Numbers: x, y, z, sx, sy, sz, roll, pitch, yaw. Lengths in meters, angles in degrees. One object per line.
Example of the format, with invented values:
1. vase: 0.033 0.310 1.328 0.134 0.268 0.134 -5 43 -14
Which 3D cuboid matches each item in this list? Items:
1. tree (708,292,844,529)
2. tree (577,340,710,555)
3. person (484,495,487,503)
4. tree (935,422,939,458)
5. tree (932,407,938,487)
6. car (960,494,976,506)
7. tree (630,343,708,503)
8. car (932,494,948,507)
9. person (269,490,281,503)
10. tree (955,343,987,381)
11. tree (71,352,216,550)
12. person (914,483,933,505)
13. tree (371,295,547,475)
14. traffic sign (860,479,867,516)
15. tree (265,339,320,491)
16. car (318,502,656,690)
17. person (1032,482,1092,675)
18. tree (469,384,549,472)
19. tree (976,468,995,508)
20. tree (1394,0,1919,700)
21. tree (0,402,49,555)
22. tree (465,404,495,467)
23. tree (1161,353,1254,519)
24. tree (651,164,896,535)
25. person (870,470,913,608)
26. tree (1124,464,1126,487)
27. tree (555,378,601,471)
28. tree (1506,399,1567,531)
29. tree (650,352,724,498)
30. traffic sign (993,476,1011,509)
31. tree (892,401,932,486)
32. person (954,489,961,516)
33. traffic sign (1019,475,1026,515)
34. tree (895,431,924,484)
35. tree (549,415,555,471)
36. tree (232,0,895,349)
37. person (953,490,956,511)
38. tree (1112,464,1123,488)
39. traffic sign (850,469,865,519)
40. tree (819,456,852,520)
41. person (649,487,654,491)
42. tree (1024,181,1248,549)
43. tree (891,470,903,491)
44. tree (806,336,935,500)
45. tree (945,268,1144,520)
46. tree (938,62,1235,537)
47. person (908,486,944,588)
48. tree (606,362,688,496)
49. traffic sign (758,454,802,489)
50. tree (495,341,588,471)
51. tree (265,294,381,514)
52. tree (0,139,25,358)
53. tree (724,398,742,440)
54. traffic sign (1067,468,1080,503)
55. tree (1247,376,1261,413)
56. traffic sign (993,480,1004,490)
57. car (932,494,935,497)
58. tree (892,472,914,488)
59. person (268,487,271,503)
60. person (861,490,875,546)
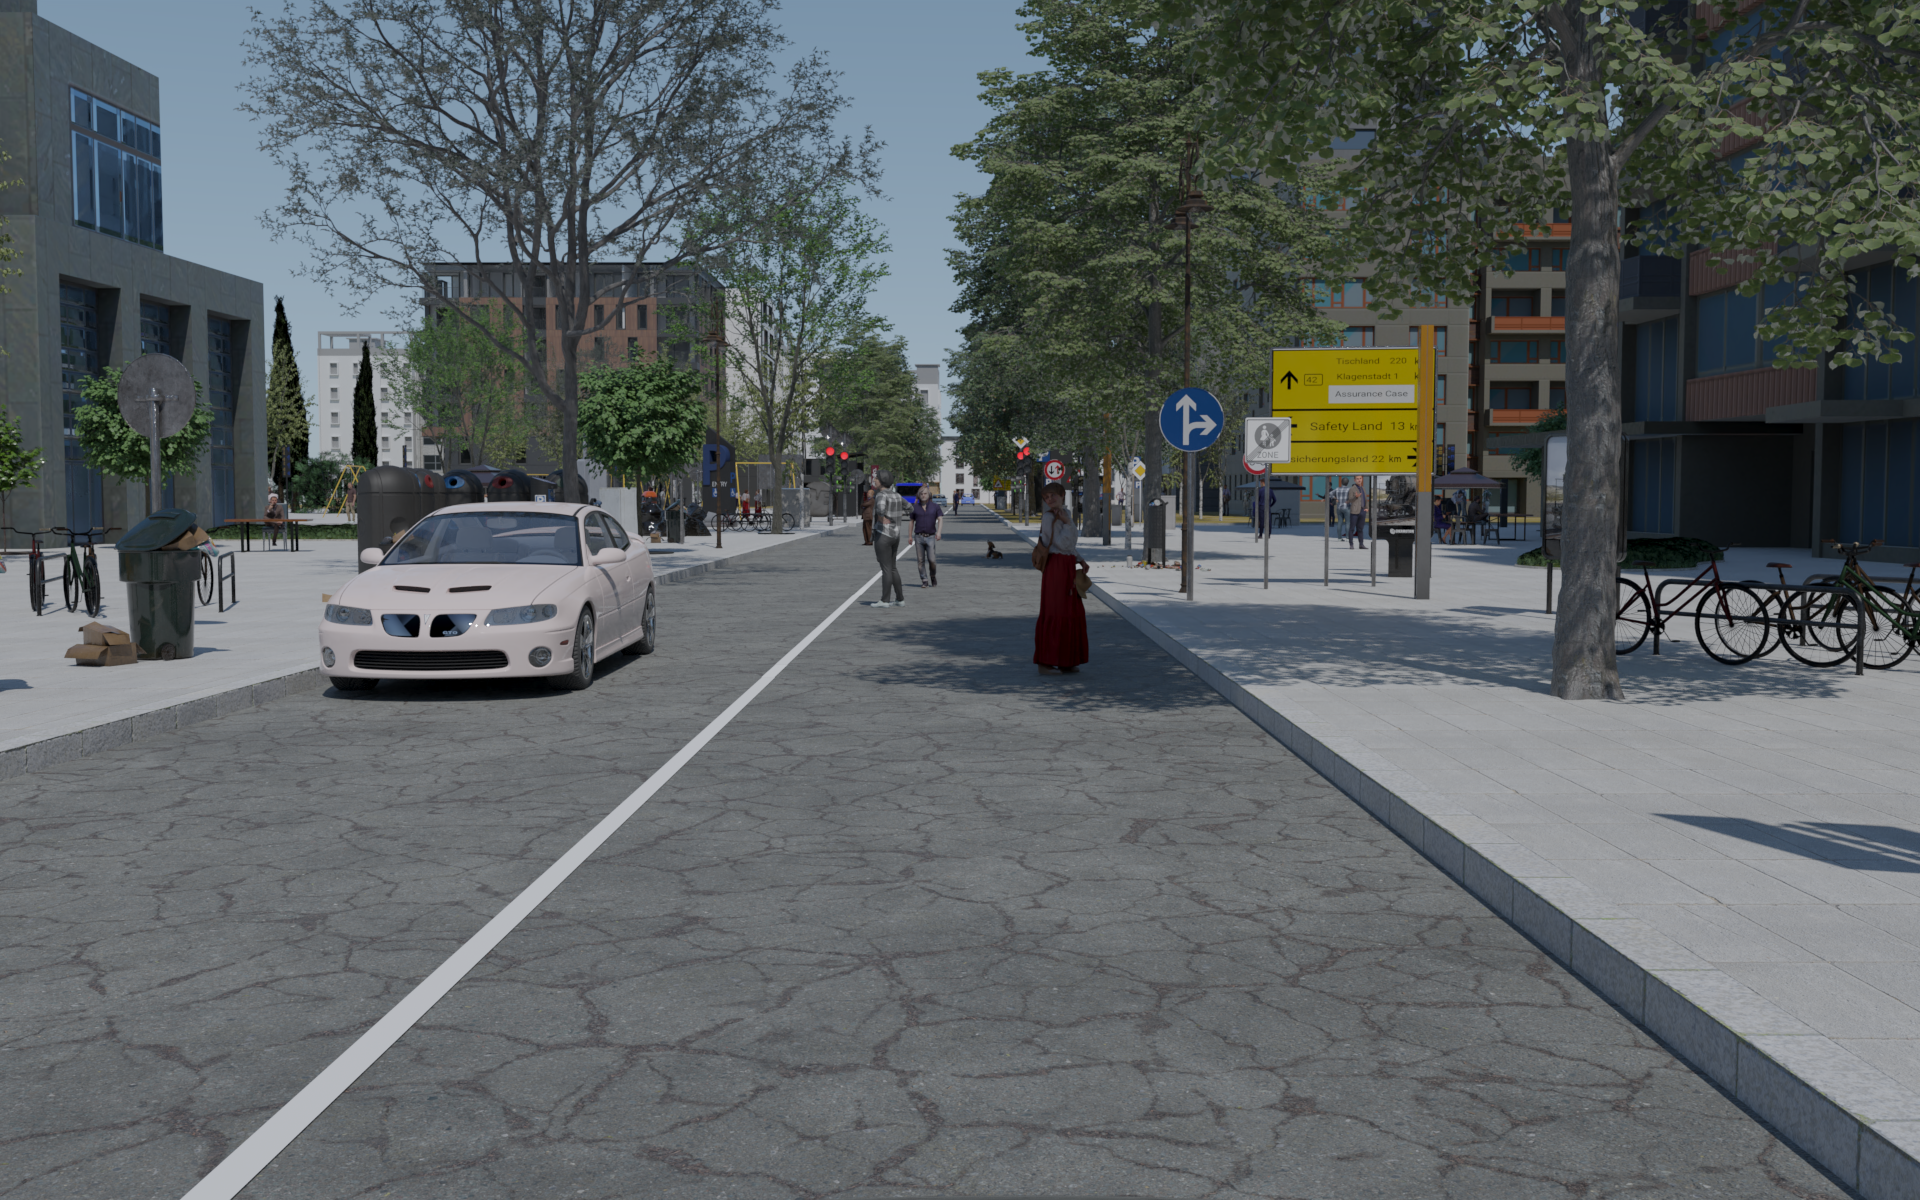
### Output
1. tree: -5.981 -6.868 62.659 4.737 8.622 4.395 0 3 0
2. tree: -6.856 -3.275 37.254 4.285 4.588 4.351 0 3 0
3. person: -14.311 -2.611 52.639 0.435 1.345 0.340 1 4 11
4. tree: 3.918 -11.064 97.912 9.611 12.733 9.660 0 3 0
5. tree: 3.502 -12.589 112.488 9.857 13.997 8.962 0 3 0
6. car: 0.963 -12.400 212.328 1.945 1.707 3.694 0 3 0
7. tree: -13.750 -8.154 83.676 4.737 8.622 4.395 0 3 0
8. car: -2.283 -10.791 188.430 2.014 1.417 4.499 0 4 0
9. person: -26.437 -3.521 66.792 0.799 1.438 0.628 1 4 22
10. tree: 5.940 -20.316 188.051 12.611 20.169 13.585 0 3 0
11. tree: -18.900 -3.449 40.104 4.285 4.588 4.351 0 3 0
12. person: -1.200 -2.937 56.649 0.598 1.807 0.434 1 4 9
13. tree: -25.587 -10.134 91.452 9.928 11.665 9.643 0 3 0
14. traffic sign: -5.935 -6.299 102.996 0.884 2.594 0.081 1 4 9
15. tree: -32.983 -8.110 82.969 4.737 8.622 4.395 0 3 0
16. car: -3.672 -0.111 14.173 2.083 1.381 4.827 0 4 -1
17. person: 0.795 -0.170 13.743 0.387 1.526 0.523 3 4 37
18. tree: -29.555 -9.887 112.021 4.737 8.622 4.395 0 3 0
19. tree: 3.430 -11.019 163.869 4.285 4.588 4.351 0 3 0
20. tree: 3.651 -5.675 10.907 7.486 12.596 7.792 0 3 0
21. tree: -20.125 -2.573 36.667 1.663 3.219 1.824 0 3 0
22. tree: -31.071 -10.197 117.087 4.360 8.622 3.978 0 3 0
23. tree: 12.618 -8.470 88.848 4.737 8.622 4.395 0 3 0
24. tree: -5.814 -7.883 54.650 9.928 11.665 9.643 0 3 0
25. person: -0.903 -0.773 21.869 0.376 1.734 0.841 2 4 30
26. tree: 12.166 -8.897 95.832 4.737 8.622 4.395 0 3 0
27. tree: -22.356 -9.558 106.632 4.737 8.622 4.395 0 3 0
28. tree: 20.706 -4.643 59.619 4.285 4.588 4.351 0 3 0
29. tree: -14.988 -8.474 88.907 4.360 8.622 3.978 0 3 0
30. traffic sign: 3.906 -9.370 147.066 2.265 3.308 0.079 0 4 7
31. tree: -6.165 -19.609 227.266 9.857 13.997 8.962 0 3 0
32. person: -0.137 -6.299 112.196 0.504 1.737 0.576 0 4 2
33. traffic sign: 3.975 -6.560 107.367 0.768 2.556 0.104 0 4 4
34. tree: -5.434 -12.731 158.507 4.737 8.622 4.395 0 3 0
35. tree: -27.604 -10.484 121.771 4.737 8.622 4.395 0 3 0
36. tree: -6.221 -7.126 26.875 12.009 13.543 11.850 0 3 0
37. person: -0.425 -8.556 148.941 0.434 1.755 0.990 -1 4 -12
38. tree: 13.747 -12.021 146.899 4.737 8.622 4.395 0 3 0
39. traffic sign: -5.264 -5.411 88.577 0.768 2.556 0.104 0 4 7
40. tree: -6.305 -5.651 86.994 1.663 3.219 1.824 0 3 0
41. person: -11.444 -3.404 64.061 0.453 1.535 0.546 -2 4 -31
42. tree: 3.813 -5.490 40.124 4.360 8.622 3.978 0 3 0
43. tree: -6.274 -14.076 180.508 4.360 8.622 3.978 0 3 0
44. tree: -6.017 -12.693 124.538 9.611 12.733 9.660 0 3 0
45. tree: 4.284 -10.295 85.329 9.611 12.733 9.660 0 3 0
46. tree: 3.985 -8.851 51.364 9.857 13.997 8.962 0 3 0
47. person: -0.455 -0.964 26.478 0.569 1.553 0.471 3 5 42
48. tree: -26.737 -13.993 145.797 9.611 12.733 9.660 0 3 0
49. traffic sign: -9.230 -5.817 88.983 2.265 3.308 0.079 0 4 3
50. tree: -19.161 -8.098 82.761 4.360 8.622 3.978 0 3 0
51. tree: -47.680 -12.964 113.780 18.604 14.587 13.155 1 4 13
52. tree: -18.311 -4.887 30.272 4.737 8.622 4.395 0 3 0
53. tree: -18.514 -11.088 131.655 4.360 8.622 3.978 0 3 0
54. traffic sign: 5.276 -4.802 78.512 0.884 2.594 0.081 0 4 3
55. tree: 12.212 -8.076 82.411 4.360 8.622 3.978 0 3 0
56. traffic sign: 3.233 -8.945 146.259 0.884 2.594 0.081 0 4 2
57. car: -2.573 -11.703 201.566 2.015 1.641 3.980 0 4 2
58. tree: -6.181 -12.790 192.828 4.285 4.588 4.351 0 3 0
59. person: -28.718 -3.826 71.740 0.565 1.739 0.600 -3 4 -37
60. person: -2.555 -2.281 48.062 0.388 1.546 0.482 -1 4 -18
